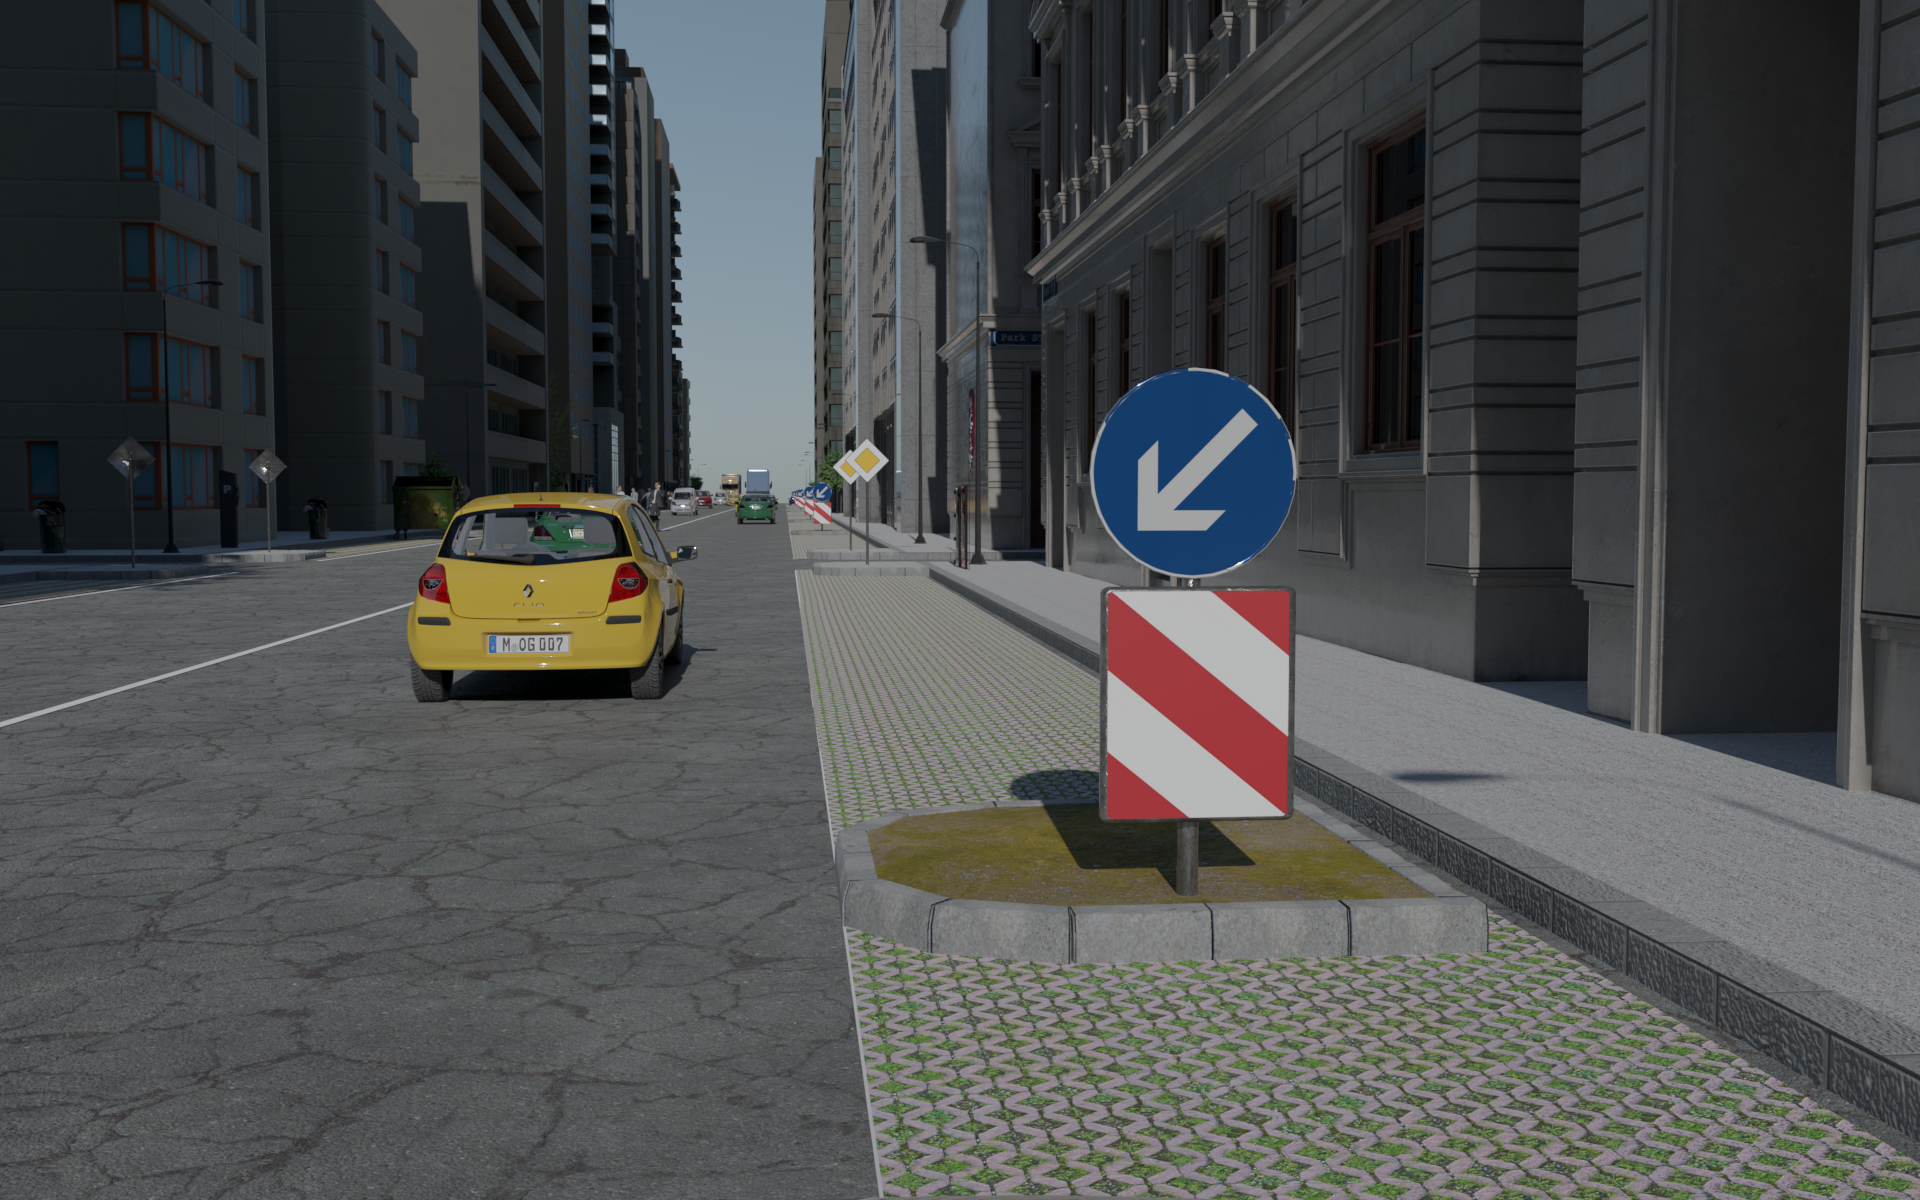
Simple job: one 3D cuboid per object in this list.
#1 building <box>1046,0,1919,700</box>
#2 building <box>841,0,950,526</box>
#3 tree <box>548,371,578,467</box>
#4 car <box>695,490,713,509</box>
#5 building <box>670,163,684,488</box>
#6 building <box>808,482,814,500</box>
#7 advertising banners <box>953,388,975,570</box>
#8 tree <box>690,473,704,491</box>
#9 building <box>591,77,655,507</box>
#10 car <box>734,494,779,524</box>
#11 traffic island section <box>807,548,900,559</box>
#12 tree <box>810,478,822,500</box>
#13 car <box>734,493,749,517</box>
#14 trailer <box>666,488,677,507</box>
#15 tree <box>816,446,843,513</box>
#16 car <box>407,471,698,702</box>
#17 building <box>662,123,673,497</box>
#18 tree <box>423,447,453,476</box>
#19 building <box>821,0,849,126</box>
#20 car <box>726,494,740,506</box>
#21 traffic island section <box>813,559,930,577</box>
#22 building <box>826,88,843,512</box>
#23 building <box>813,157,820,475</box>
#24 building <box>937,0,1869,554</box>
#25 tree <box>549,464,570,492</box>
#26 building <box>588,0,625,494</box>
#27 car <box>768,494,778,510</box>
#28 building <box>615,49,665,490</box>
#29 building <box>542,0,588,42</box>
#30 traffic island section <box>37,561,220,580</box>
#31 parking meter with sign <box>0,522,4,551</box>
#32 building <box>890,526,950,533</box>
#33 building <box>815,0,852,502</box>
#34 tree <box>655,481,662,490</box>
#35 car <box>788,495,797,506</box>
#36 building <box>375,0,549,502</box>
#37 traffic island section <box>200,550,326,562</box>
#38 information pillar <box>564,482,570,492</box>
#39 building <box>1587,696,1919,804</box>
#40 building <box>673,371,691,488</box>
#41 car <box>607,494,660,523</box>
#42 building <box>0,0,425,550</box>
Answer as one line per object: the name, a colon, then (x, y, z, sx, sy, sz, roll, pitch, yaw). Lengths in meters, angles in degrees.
building: (7.447, -11.323, 21.280, 11.583, 22.565, 21.152, 0, 4, -6)
building: (0.457, -16.437, 86.763, 12.078, 24.808, 19.932, 0, 4, -6)
tree: (-24.658, -9.237, 101.387, 4.737, 8.622, 4.395, 0, 3, 0)
car: (-25.629, -9.987, 171.960, 2.281, 1.827, 5.304, 0, 4, -7)
building: (-47.256, -34.746, 222.727, 22.147, 44.769, 28.867, 0, 4, -6)
building: (-6.797, -34.886, 262.272, 32.217, 40.220, 23.993, 0, 4, -6)
advertising banners: (0.075, -2.042, 29.580, 0.090, 3.025, 2.074, -1, 4, -8)
tree: (-41.641, -17.551, 270.675, 4.285, 4.588, 4.351, 0, 3, 0)
building: (-36.773, -29.413, 164.502, 14.154, 41.232, 14.086, 0, 4, -6)
car: (-9.823, -4.389, 83.565, 2.131, 1.459, 4.920, 0, 4, -6)
traffic island section: (-2.458, -1.041, 39.307, 2.009, 0.180, 2.903, 0, 4, -6)
tree: (-17.006, -12.824, 204.277, 1.663, 3.219, 1.824, 0, 3, 0)
car: (-13.512, -6.161, 110.956, 2.015, 1.641, 3.980, 0, 4, -5)
trailer: (-28.347, -10.037, 171.161, 1.471, 1.999, 3.904, 0, 4, -6)
tree: (-8.019, -8.155, 117.041, 4.285, 4.588, 4.351, 0, 3, 0)
car: (-3.067, -0.195, 13.406, 2.015, 1.641, 3.980, 0, 4, -6)
building: (-41.082, -33.738, 201.731, 14.600, 45.320, 14.200, 0, 4, -6)
tree: (-22.049, -4.752, 72.292, 1.663, 3.219, 1.824, 0, 3, 0)
building: (-2.258, -33.136, 165.474, 21.300, 48.544, 21.600, 0, 4, -6)
car: (-27.082, -12.098, 208.023, 2.015, 1.641, 3.980, 0, 4, -6)
traffic island section: (-1.654, -0.555, 31.362, 2.009, 0.180, 2.903, 0, 4, -6)
building: (-2.787, -21.751, 127.334, 14.160, 30.474, 14.107, 0, 4, -6)
building: (-9.214, -37.558, 237.775, 21.300, 48.544, 21.600, 0, 4, -6)
building: (9.902, -12.769, 44.923, 21.152, 22.565, 11.583, 0, 4, -6)
tree: (-25.941, -7.126, 111.119, 1.663, 3.219, 1.824, 0, 3, 0)
building: (-38.537, -50.621, 140.326, 22.319, 86.520, 31.000, 0, 4, -6)
car: (-17.650, -8.981, 158.838, 2.014, 1.417, 4.499, 0, 4, -5)
building: (-38.810, -32.309, 178.360, 14.600, 45.320, 14.200, 0, 4, -6)
building: (-33.230, -28.690, 119.192, 14.600, 45.320, 14.200, 0, 4, -6)
traffic island section: (-14.381, -0.477, 30.083, 2.009, 0.180, 2.903, 0, 4, -6)
parking meter with sign: (-22.234, -2.576, 38.371, 1.738, 3.016, 0.543, -2, 4, -33)
building: (3.062, -15.169, 66.043, 12.078, 24.808, 19.932, 0, 4, -6)
building: (-7.841, -47.572, 216.049, 20.563, 71.187, 20.611, 0, 4, -6)
tree: (-33.264, -11.869, 188.664, 1.663, 3.219, 1.824, 0, 3, 0)
car: (-20.461, -12.444, 216.042, 1.945, 1.354, 3.894, 0, 4, -7)
building: (-32.726, -28.208, 84.903, 21.300, 48.544, 21.600, 0, 4, -6)
traffic island section: (-15.185, -0.963, 38.028, 2.009, 0.180, 2.903, 0, 4, -6)
information pillar: (-24.751, -6.398, 109.091, 0.304, 2.012, 0.304, 0, 4, 1)
building: (9.577, -10.038, 0.276, 11.583, 22.565, 21.152, 0, 4, -6)
building: (-53.874, -24.875, 251.745, 27.650, 21.520, 28.899, 0, 4, -6)
car: (-6.216, -1.083, 29.509, 2.131, 1.459, 4.920, 0, 4, -7)
building: (-33.462, -12.676, 52.297, 27.650, 21.520, 28.899, 0, 4, -6)
